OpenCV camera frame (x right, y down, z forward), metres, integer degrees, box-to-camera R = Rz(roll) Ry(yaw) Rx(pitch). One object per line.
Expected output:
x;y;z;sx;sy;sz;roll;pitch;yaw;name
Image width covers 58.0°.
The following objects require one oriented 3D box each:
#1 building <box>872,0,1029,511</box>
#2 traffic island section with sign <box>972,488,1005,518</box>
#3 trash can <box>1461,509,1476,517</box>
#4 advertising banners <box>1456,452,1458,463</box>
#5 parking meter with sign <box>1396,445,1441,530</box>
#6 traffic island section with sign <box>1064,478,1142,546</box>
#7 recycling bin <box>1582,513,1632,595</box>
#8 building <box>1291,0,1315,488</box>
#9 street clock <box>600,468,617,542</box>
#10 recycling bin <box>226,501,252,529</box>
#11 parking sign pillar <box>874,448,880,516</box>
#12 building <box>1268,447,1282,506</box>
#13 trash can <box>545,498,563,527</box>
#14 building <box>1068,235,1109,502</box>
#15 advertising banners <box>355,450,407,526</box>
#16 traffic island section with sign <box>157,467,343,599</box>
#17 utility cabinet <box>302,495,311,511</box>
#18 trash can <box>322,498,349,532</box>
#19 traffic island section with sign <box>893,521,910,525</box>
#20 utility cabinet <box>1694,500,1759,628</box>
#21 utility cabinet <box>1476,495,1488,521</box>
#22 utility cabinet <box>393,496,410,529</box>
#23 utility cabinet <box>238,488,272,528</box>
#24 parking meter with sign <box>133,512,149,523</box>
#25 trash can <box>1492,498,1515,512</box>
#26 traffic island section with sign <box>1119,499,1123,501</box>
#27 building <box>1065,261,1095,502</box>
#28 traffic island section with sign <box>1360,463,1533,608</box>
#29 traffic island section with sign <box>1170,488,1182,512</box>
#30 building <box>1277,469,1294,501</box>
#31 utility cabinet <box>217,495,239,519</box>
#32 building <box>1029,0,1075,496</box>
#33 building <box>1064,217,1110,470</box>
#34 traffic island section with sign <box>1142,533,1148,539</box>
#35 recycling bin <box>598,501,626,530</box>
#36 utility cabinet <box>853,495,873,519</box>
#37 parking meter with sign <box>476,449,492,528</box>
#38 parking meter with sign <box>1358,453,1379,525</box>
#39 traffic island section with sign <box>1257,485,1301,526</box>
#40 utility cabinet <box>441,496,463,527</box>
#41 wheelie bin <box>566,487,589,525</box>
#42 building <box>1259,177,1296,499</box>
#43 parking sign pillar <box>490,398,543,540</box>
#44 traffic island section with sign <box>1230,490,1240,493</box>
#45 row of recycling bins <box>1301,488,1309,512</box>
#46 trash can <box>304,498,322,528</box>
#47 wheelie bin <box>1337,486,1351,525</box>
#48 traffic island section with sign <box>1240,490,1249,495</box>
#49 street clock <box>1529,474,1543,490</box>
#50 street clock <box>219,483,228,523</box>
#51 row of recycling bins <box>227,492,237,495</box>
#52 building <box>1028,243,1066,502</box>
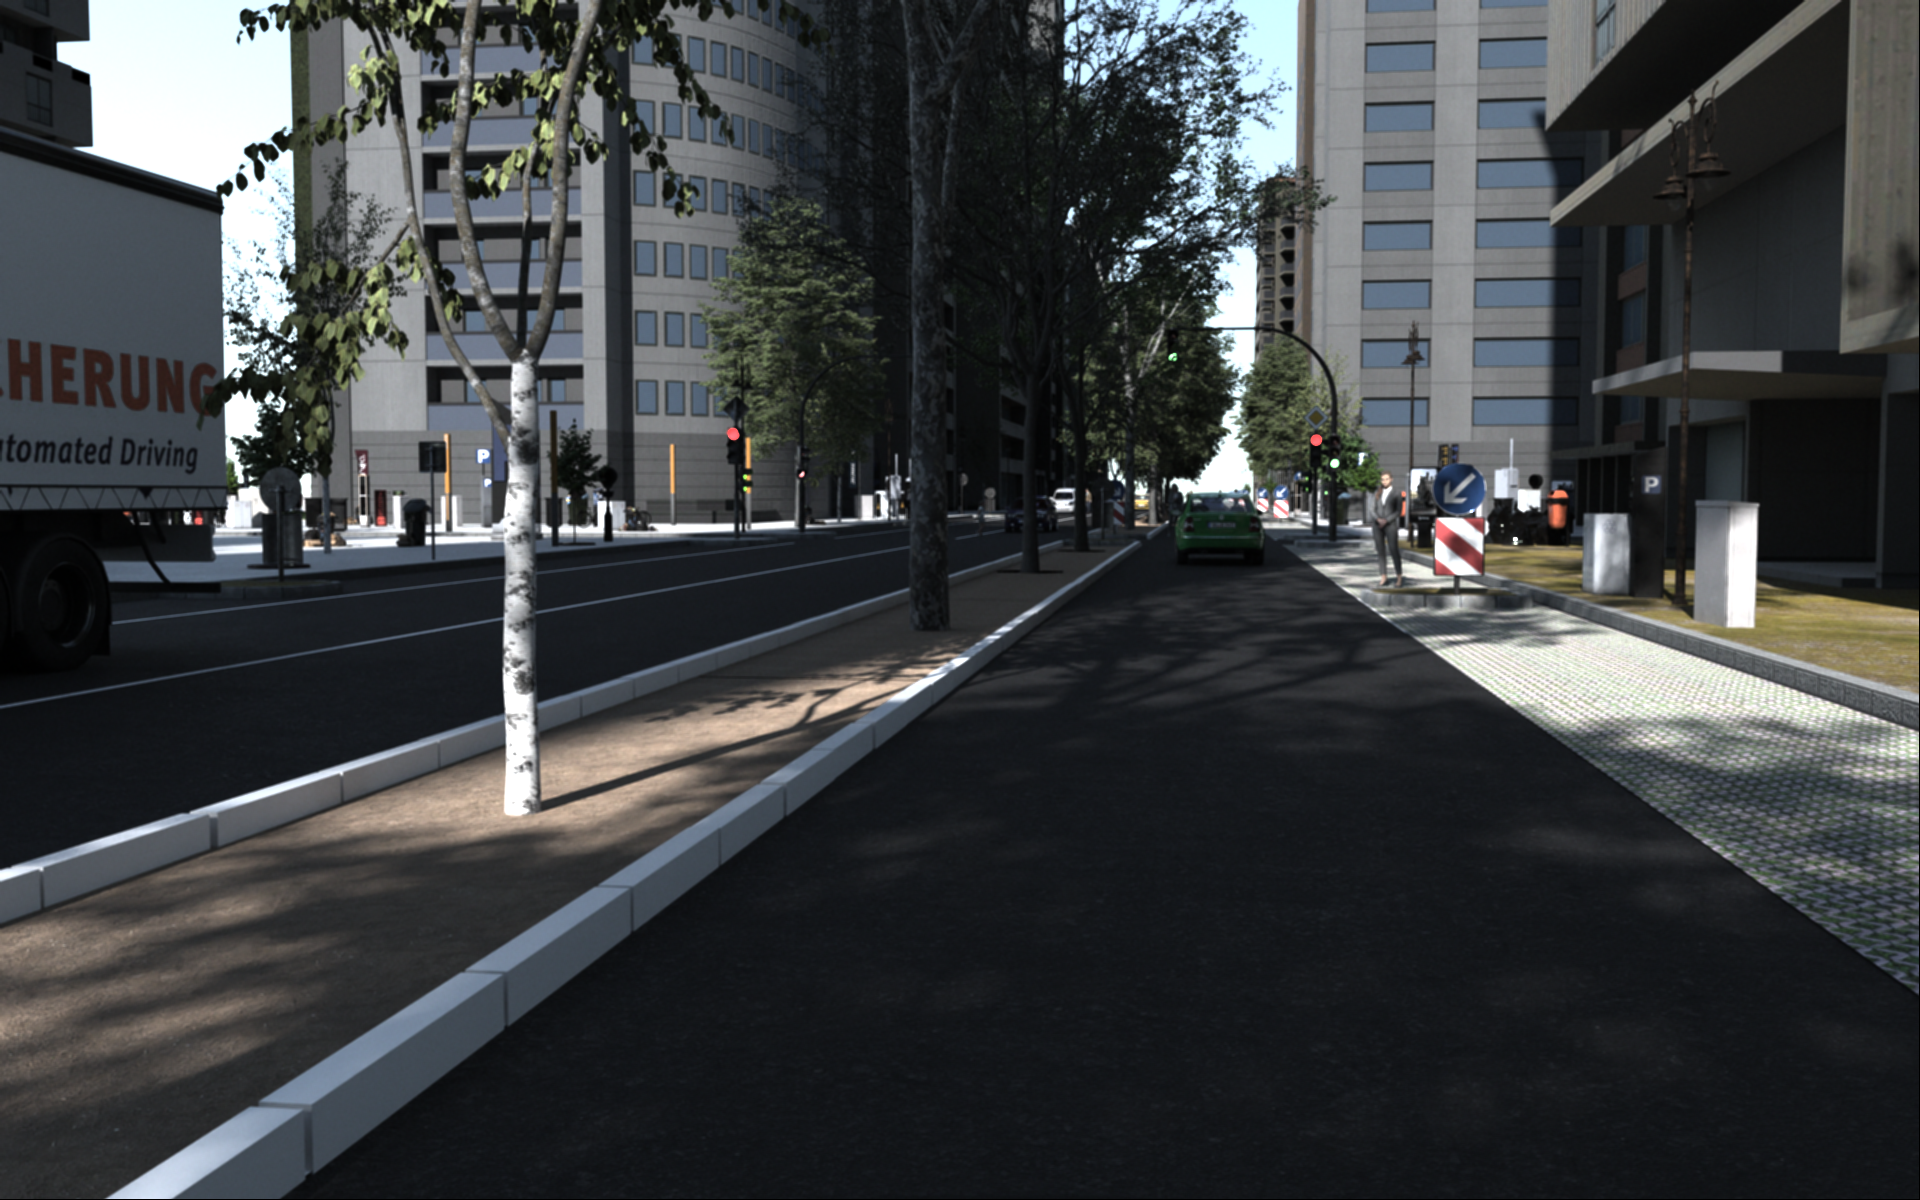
-6.003;-31.808;143.770;21.300;48.544;21.600;1;4;8;building
1.868;-5.998;106.691;1.989;1.847;2.006;1;4;8;traffic island section with sign
16.880;-2.819;57.747;0.748;1.137;0.748;0;3;0;trash can
20.628;-4.651;72.229;0.090;3.025;2.074;1;4;11;advertising banners
16.197;-4.002;61.689;1.738;3.016;0.543;1;4;12;parking meter with sign
3.934;-2.450;48.190;2.006;1.907;1.989;1;4;8;traffic island section with sign
8.459;-0.595;22.285;0.722;1.027;0.722;0;4;8;recycling bin
34.993;-30.145;142.975;14.600;45.320;14.200;1;4;8;building
-9.483;-2.574;46.657;0.471;2.002;0.358;1;4;9;street clock
-26.620;-3.144;63.951;0.722;1.027;0.722;-3;5;-40;recycling bin
-4.970;-6.919;101.601;1.447;3.967;1.447;-1;4;-10;parking sign pillar
45.077;-53.317;184.408;22.319;86.520;31.000;1;4;8;building
-15.745;-3.397;67.189;0.748;1.137;0.748;0;3;0;trash can
15.572;-35.716;267.558;14.154;41.232;14.086;1;4;8;building
-23.091;-4.458;69.072;2.074;3.025;0.090;-3;5;-41;advertising banners
-9.956;-0.980;24.645;1.989;1.847;2.006;1;4;8;traffic island section with sign
-34.188;-4.910;91.446;1.020;1.237;0.306;1;4;18;utility cabinet
-21.319;-2.915;59.319;0.748;1.137;0.748;0;3;0;trash can
-1.975;-4.366;80.010;1.989;1.847;2.006;1;4;8;traffic island section with sign
7.560;-0.363;17.098;0.306;1.237;1.020;0;4;7;utility cabinet
25.215;-4.438;83.729;0.306;1.237;1.020;2;4;31;utility cabinet
-20.904;-3.286;64.893;0.306;1.237;1.020;0;4;2;utility cabinet
-26.570;-3.464;65.310;1.173;1.500;0.318;0;4;7;utility cabinet
-35.968;-4.929;76.845;0.543;3.016;1.738;1;4;16;parking meter with sign
19.071;-3.007;60.812;0.748;1.137;0.748;0;3;0;trash can
24.645;-15.664;264.733;1.989;1.847;2.006;1;4;8;traffic island section with sign
2.922;-34.127;249.865;32.217;40.220;23.993;1;4;8;building
6.294;-0.856;22.624;1.989;1.847;2.006;1;4;8;traffic island section with sign
15.709;-7.447;129.895;2.006;1.907;1.989;1;4;8;traffic island section with sign
40.300;-44.095;159.197;20.563;71.187;20.611;1;4;8;building
-37.214;-4.703;88.056;1.020;1.237;0.306;0;4;5;utility cabinet
5.197;-48.187;226.104;20.563;71.187;20.611;1;4;8;building
16.906;-38.617;281.504;14.600;45.320;14.200;1;4;8;building
5.000;-2.898;55.521;2.006;1.907;1.989;1;4;8;traffic island section with sign
-12.429;-3.014;61.832;0.722;1.027;0.722;3;4;37;recycling bin
-5.082;-4.883;91.006;1.020;1.237;0.306;-1;4;-19;utility cabinet
-18.228;-4.305;66.652;0.543;3.016;1.738;-1;4;-22;parking meter with sign
17.452;-4.719;73.412;0.543;3.016;1.738;3;4;37;parking meter with sign
14.160;-4.191;77.147;1.989;1.847;2.006;1;4;8;traffic island section with sign
-19.932;-3.472;67.922;1.020;1.237;0.306;3;5;39;utility cabinet
-15.622;-3.857;70.963;0.693;1.594;0.980;3;5;44;wheelie bin
51.869;-35.414;233.639;22.147;44.769;28.867;1;4;8;building
-12.472;-3.680;48.642;1.447;3.967;1.447;0;4;-7;parking sign pillar
25.144;-8.855;153.401;1.989;1.847;2.006;1;4;8;traffic island section with sign
24.900;-7.236;125.413;1.069;1.692;3.534;1;4;9;row of recycling bins
-24.529;-3.309;65.750;0.748;1.137;0.748;0;3;0;trash can
15.611;-3.871;71.203;0.980;1.594;0.693;3;4;36;wheelie bin
17.997;-5.823;103.829;1.989;1.847;2.006;1;4;8;traffic island section with sign
21.272;-3.637;64.028;0.358;2.002;0.471;-2;4;-34;street clock
-32.682;-4.410;76.666;0.471;2.002;0.358;-3;4;-39;street clock
-47.526;-6.570;114.528;1.069;1.692;3.534;2;4;28;row of recycling bins
4.503;-26.007;196.916;14.160;30.474;14.107;1;4;8;building
